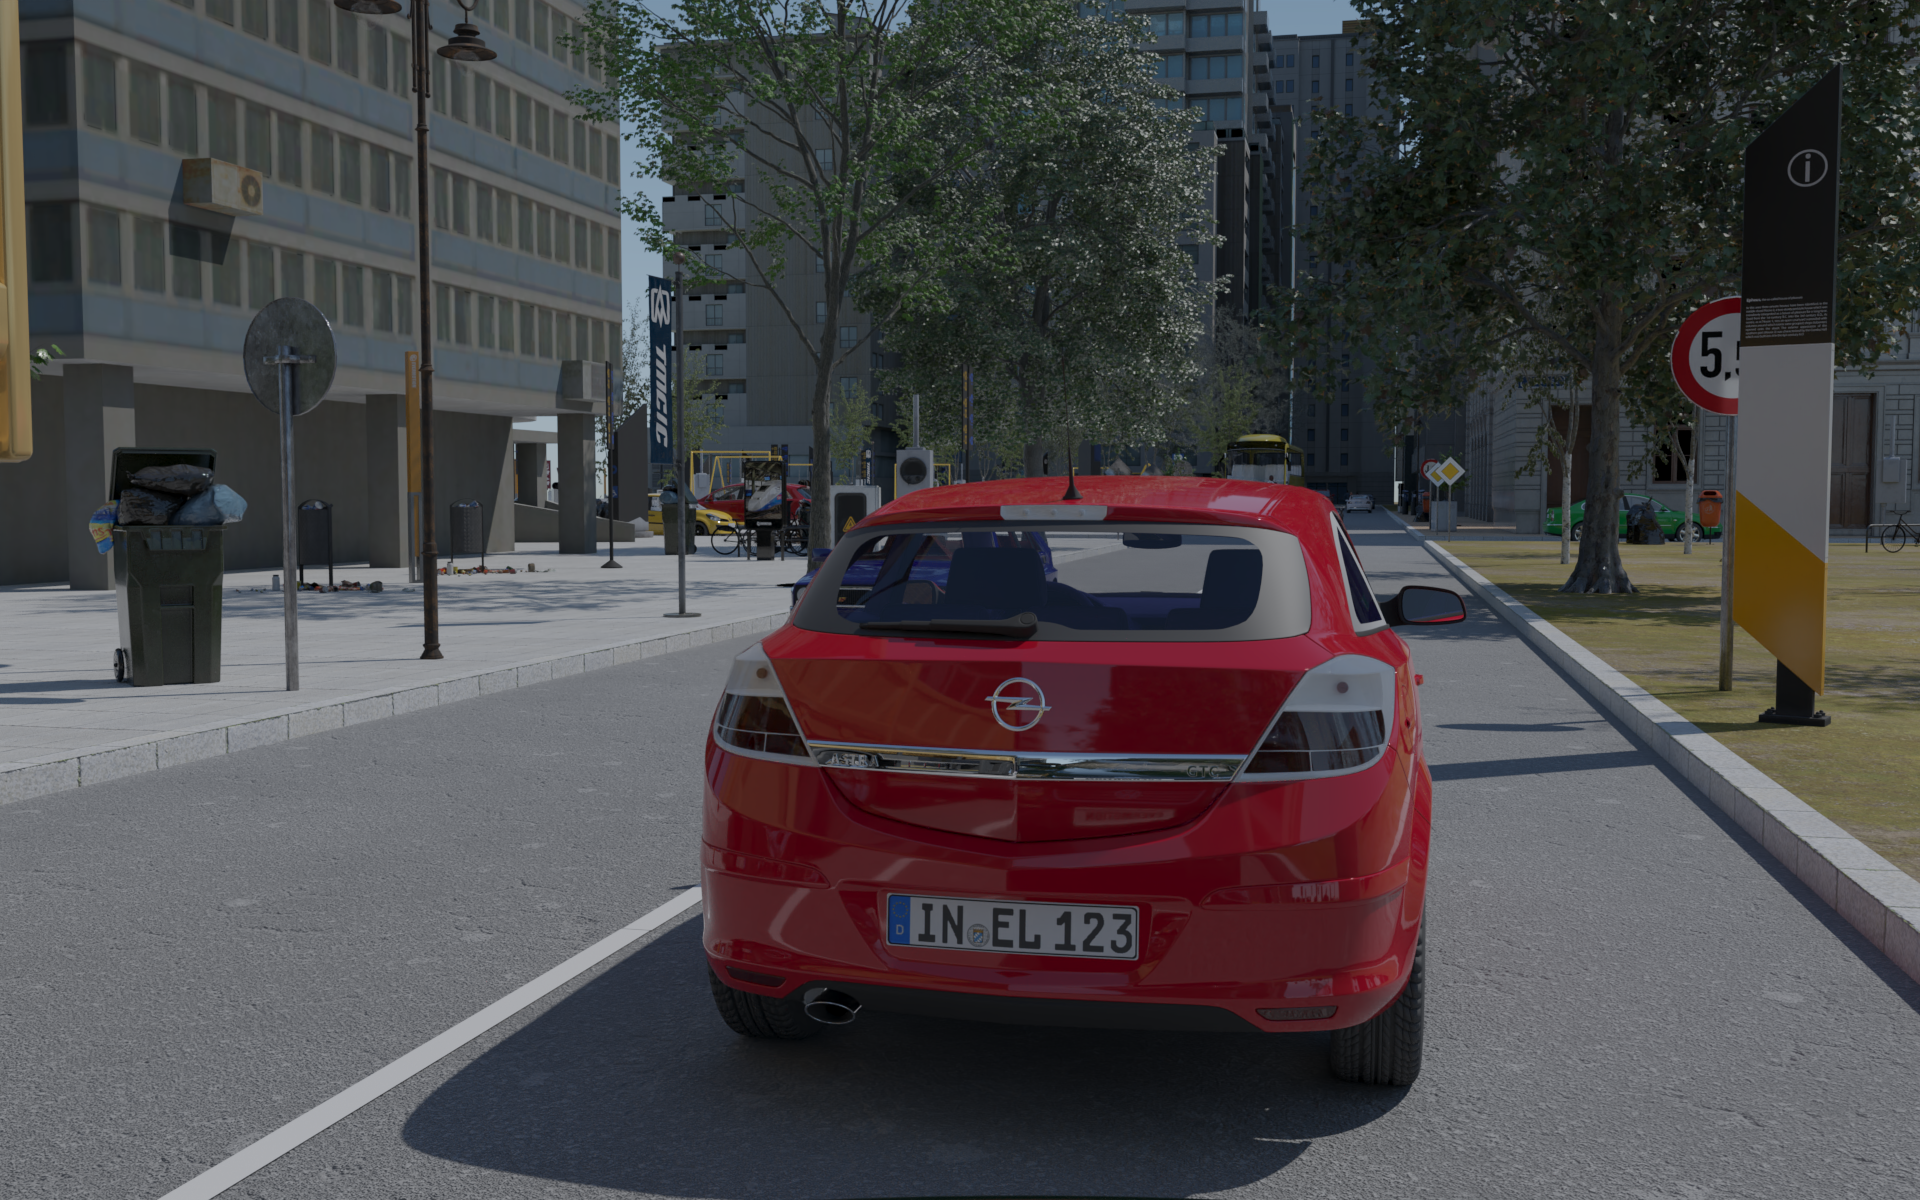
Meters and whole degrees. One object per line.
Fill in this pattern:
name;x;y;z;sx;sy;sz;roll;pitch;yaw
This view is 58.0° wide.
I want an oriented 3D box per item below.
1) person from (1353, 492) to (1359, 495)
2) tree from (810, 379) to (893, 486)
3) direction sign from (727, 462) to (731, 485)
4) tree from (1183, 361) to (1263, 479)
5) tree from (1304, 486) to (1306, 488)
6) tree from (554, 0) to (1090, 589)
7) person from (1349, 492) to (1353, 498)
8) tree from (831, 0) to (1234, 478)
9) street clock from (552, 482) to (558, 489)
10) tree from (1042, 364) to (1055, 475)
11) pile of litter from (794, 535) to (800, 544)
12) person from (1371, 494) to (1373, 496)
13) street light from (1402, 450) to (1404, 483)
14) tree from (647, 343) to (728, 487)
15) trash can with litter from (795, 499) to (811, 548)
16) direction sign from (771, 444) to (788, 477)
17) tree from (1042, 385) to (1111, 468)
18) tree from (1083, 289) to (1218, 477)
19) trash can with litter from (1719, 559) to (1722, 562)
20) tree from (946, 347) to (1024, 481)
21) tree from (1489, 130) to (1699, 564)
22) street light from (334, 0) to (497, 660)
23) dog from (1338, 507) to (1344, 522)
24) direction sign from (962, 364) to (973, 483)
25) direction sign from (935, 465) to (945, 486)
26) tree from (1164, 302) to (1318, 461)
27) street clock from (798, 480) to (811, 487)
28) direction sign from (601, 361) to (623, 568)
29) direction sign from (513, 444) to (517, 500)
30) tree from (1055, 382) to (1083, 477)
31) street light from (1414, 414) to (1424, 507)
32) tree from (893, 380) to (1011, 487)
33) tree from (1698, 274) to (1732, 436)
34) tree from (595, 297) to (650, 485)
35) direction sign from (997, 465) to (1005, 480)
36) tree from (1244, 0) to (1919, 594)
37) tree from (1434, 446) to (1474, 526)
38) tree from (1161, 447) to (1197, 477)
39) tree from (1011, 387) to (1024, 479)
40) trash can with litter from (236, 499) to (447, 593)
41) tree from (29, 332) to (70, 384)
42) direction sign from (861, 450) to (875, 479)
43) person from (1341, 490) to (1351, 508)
person;40.497;-10.218;177.034;0.593;1.643;0.415;1;4;13
tree;-7.173;-9.801;110.600;4.737;8.622;4.395;0;3;0
direction sign;-16.574;-8.092;124.294;0.379;3.537;0.876;1;4;11
tree;14.523;-8.854;95.128;4.737;8.622;4.395;0;3;0
tree;40.075;-12.882;205.226;1.663;3.219;1.824;0;3;0
tree;-1.797;-5.978;23.497;9.928;11.665;9.643;0;3;0
person;43.467;-11.160;192.430;0.415;1.643;0.593;-3;4;-37
tree;1.659;-8.203;40.780;9.857;13.997;8.962;0;3;0
street clock;-24.400;-6.121;104.645;0.471;2.002;0.358;-2;4;-26
tree;5.549;-8.629;91.454;4.360;8.622;3.978;0;3;0
pile of litter;-3.911;-1.893;44.916;1.176;0.858;1.719;1;4;16
person;40.783;-9.812;172.163;0.421;1.427;0.697;-2;4;-31
street light;32.185;-9.364;125.887;0.468;5.910;1.993;1;4;13
tree;-13.667;-8.257;85.363;4.737;8.622;4.395;0;3;0
trash can with litter;-3.330;-1.810;40.983;1.055;1.170;0.624;-1;4;-18
direction sign;-8.207;-5.315;78.902;0.876;3.537;0.379;1;4;23
tree;7.662;-9.544;106.404;4.737;8.622;4.395;0;3;0
tree;6.916;-6.813;61.760;4.360;8.622;3.978;0;3;0
trash can with litter;14.048;-1.182;30.710;1.055;1.170;0.624;3;5;40
tree;1.120;-7.934;80.079;4.360;8.622;3.978;0;3;0
tree;10.889;-4.970;31.625;4.360;8.622;3.978;0;3;0
street light;-4.116;-2.479;13.318;0.468;5.910;1.993;1;4;13
dog;17.969;-3.949;81.409;0.513;0.831;0.800;3;5;42
direction sign;0.132;-2.359;30.574;0.379;3.537;0.876;1;4;12
direction sign;-1.522;-8.588;132.418;0.876;3.537;0.379;-1;4;-23
tree;17.510;-12.264;110.890;12.009;13.543;11.850;0;3;0
street clock;-7.908;-5.059;87.284;0.471;2.002;0.358;1;4;11
direction sign;-6.040;-2.320;29.929;0.379;3.537;0.876;0;4;-5
direction sign;-17.723;-4.699;68.829;0.379;3.537;0.876;3;5;41
tree;7.245;-7.980;80.836;4.360;8.622;3.978;0;3;0
street light;23.470;-7.091;88.725;0.468;5.910;1.993;1;4;13
tree;-0.477;-9.102;99.175;4.737;8.622;4.395;0;3;0
tree;15.440;-5.300;37.015;4.360;8.622;3.978;0;3;0
tree;-12.820;-6.966;64.256;4.360;8.622;3.978;0;3;0
direction sign;3.151;-8.690;134.079;0.876;3.537;0.379;-3;4;-38
tree;8.524;-6.445;22.382;9.611;12.733;9.660;0;3;0
tree;19.671;-4.563;69.201;1.663;3.219;1.824;0;3;0
tree;8.978;-4.686;71.225;1.663;3.219;1.824;0;3;0
tree;3.188;-9.777;110.208;4.737;8.622;4.395;0;3;0
trash can with litter;-8.277;-0.722;22.860;2.233;1.210;1.678;1;4;22
tree;-6.406;-0.944;10.032;1.663;3.219;1.824;0;3;0
direction sign;-4.738;-5.950;89.287;0.876;3.537;0.379;2;4;34
person;40.299;-10.503;180.203;1.348;1.826;0.705;-1;4;-15
